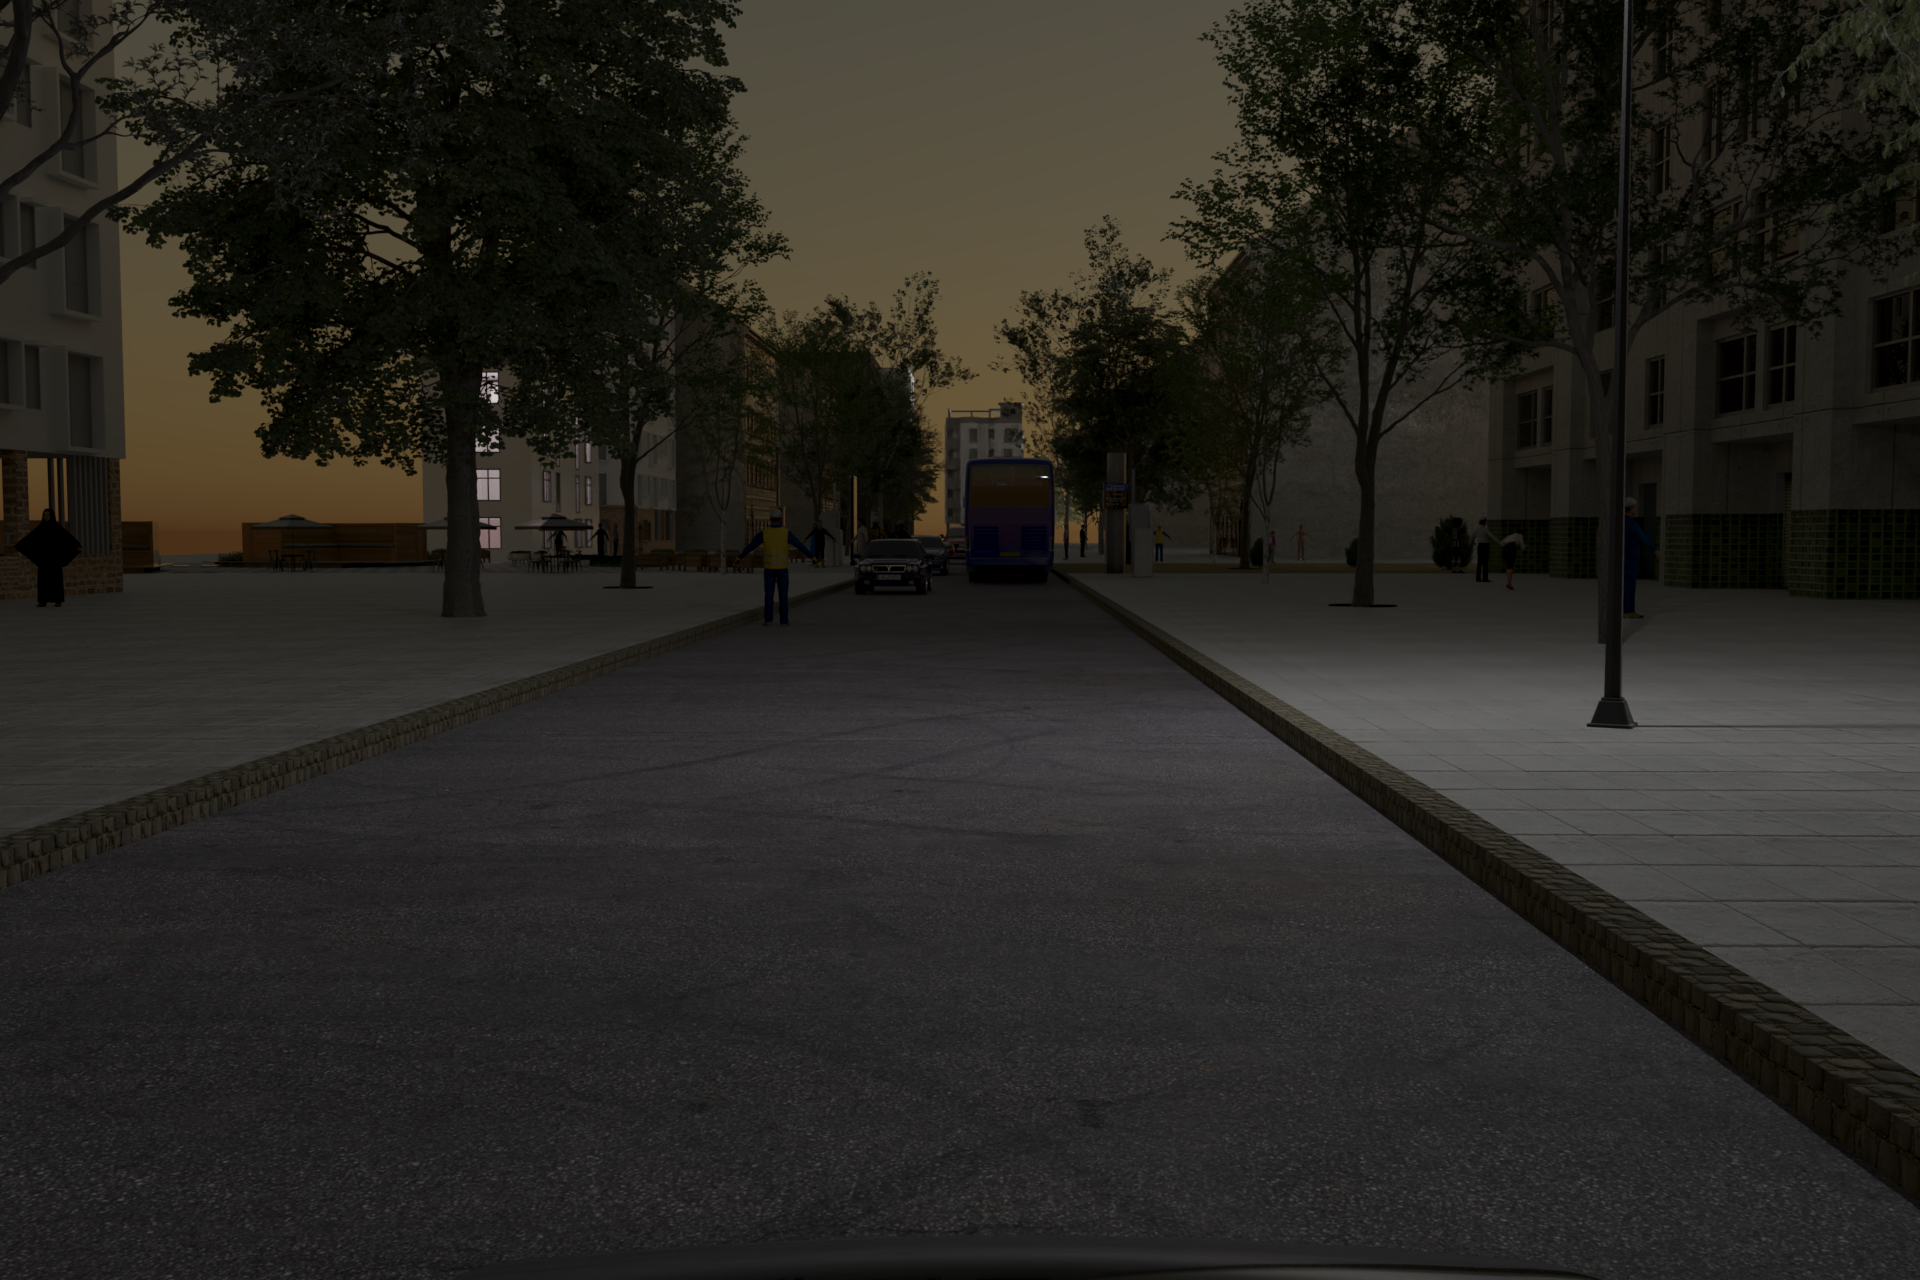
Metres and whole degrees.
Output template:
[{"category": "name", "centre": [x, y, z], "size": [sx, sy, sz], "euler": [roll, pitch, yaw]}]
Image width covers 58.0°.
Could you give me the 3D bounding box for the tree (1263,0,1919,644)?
[{"category": "tree", "centre": [7.722, -5.252, 20.285], "size": [8.767, 10.594, 7.601], "euler": [1, 4, 14]}]

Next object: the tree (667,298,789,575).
[{"category": "tree", "centre": [-7.470, -6.345, 54.099], "size": [4.360, 8.622, 3.978], "euler": [0, 3, 0]}]

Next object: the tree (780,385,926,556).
[{"category": "tree", "centre": [-6.502, -10.153, 100.407], "size": [8.767, 10.594, 7.601], "euler": [-1, 4, -22]}]

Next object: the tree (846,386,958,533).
[{"category": "tree", "centre": [-5.381, -14.094, 140.804], "size": [12.009, 13.543, 11.850], "euler": [0, 3, 0]}]

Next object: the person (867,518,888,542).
[{"category": "person", "centre": [-3.069, -3.495, 62.911], "size": [1.354, 1.858, 0.705], "euler": [2, 4, 25]}]

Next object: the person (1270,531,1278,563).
[{"category": "person", "centre": [13.797, -4.079, 75.950], "size": [0.599, 1.433, 0.991], "euler": [1, 4, 23]}]

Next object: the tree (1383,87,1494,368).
[{"category": "tree", "centre": [24.821, -13.283, 73.072], "size": [12.611, 20.169, 13.585], "euler": [0, 3, 0]}]

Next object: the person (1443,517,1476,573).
[{"category": "person", "centre": [16.391, -3.110, 56.997], "size": [0.704, 1.843, 1.345], "euler": [-2, 4, -34]}]

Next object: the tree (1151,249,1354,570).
[{"category": "tree", "centre": [10.495, -8.365, 62.528], "size": [9.928, 11.665, 9.643], "euler": [0, 3, 0]}]

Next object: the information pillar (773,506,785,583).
[{"category": "information pillar", "centre": [-4.789, -2.530, 45.862], "size": [0.304, 2.012, 0.304], "euler": [0, 4, 0]}]

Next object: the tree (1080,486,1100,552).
[{"category": "tree", "centre": [9.926, -10.466, 121.482], "size": [4.737, 8.622, 4.395], "euler": [0, 3, 0]}]

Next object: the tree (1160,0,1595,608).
[{"category": "tree", "centre": [7.159, -6.381, 30.082], "size": [9.928, 11.665, 9.643], "euler": [0, 3, 0]}]

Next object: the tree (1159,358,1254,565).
[{"category": "tree", "centre": [10.464, -7.420, 71.683], "size": [4.737, 8.622, 4.395], "euler": [0, 3, 0]}]

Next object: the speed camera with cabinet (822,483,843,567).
[{"category": "speed camera with cabinet", "centre": [-5.004, -4.495, 67.826], "size": [0.660, 3.252, 2.038], "euler": [0, 4, 3]}]

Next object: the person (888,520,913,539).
[{"category": "person", "centre": [-1.777, -2.661, 51.748], "size": [1.354, 1.856, 0.705], "euler": [-1, 4, -14]}]

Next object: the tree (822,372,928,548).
[{"category": "tree", "centre": [-5.680, -11.284, 110.245], "size": [9.928, 11.665, 9.643], "euler": [0, 3, 0]}]

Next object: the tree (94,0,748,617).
[{"category": "tree", "centre": [-7.867, -7.337, 26.616], "size": [9.857, 13.997, 8.962], "euler": [0, 3, 0]}]

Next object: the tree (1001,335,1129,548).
[{"category": "tree", "centre": [9.724, -18.795, 163.187], "size": [12.611, 20.169, 13.585], "euler": [0, 3, 0]}]

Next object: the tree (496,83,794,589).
[{"category": "tree", "centre": [-7.713, -7.009, 40.359], "size": [9.928, 11.665, 9.643], "euler": [0, 3, 0]}]

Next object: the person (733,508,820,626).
[{"category": "person", "centre": [-2.872, -1.140, 27.061], "size": [1.349, 1.833, 0.705], "euler": [0, 4, -4]}]

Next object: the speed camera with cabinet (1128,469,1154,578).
[{"category": "speed camera with cabinet", "centre": [5.424, -3.518, 51.855], "size": [0.660, 3.252, 2.038], "euler": [0, 4, 1]}]

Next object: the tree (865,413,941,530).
[{"category": "tree", "centre": [-5.417, -14.706, 158.566], "size": [7.486, 12.596, 7.792], "euler": [0, 3, 0]}]

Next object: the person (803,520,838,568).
[{"category": "person", "centre": [-5.329, -3.657, 65.924], "size": [1.346, 1.812, 0.704], "euler": [-1, 4, -13]}]

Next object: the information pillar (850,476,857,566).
[{"category": "information pillar", "centre": [-4.332, -4.840, 70.444], "size": [0.184, 3.620, 1.656], "euler": [0, 4, 1]}]

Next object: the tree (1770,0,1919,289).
[{"category": "tree", "centre": [7.019, -3.786, 12.267], "size": [4.360, 8.622, 3.978], "euler": [0, 3, 0]}]

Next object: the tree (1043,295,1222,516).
[{"category": "tree", "centre": [9.129, -11.303, 91.455], "size": [9.857, 13.997, 8.962], "euler": [0, 3, 0]}]

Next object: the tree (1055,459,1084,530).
[{"category": "tree", "centre": [15.770, -20.476, 252.904], "size": [7.486, 12.596, 7.792], "euler": [0, 3, 0]}]

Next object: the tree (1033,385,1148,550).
[{"category": "tree", "centre": [10.367, -14.107, 141.026], "size": [12.009, 13.543, 11.850], "euler": [0, 3, 0]}]

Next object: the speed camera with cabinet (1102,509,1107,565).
[{"category": "speed camera with cabinet", "centre": [6.242, -4.730, 71.676], "size": [0.660, 3.252, 2.038], "euler": [0, 4, 2]}]

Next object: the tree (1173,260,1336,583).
[{"category": "tree", "centre": [8.033, -5.768, 44.675], "size": [4.360, 8.622, 3.978], "euler": [0, 3, 0]}]

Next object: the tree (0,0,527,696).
[{"category": "tree", "centre": [-8.108, -6.294, 13.275], "size": [12.009, 13.543, 11.850], "euler": [0, 3, 0]}]

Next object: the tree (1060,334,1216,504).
[{"category": "tree", "centre": [8.423, -8.904, 79.992], "size": [8.767, 10.594, 7.601], "euler": [3, 4, 39]}]

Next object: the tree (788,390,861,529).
[{"category": "tree", "centre": [-6.567, -8.426, 88.135], "size": [4.360, 8.622, 3.978], "euler": [0, 3, 0]}]

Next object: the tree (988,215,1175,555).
[{"category": "tree", "centre": [7.980, -15.276, 105.656], "size": [12.611, 20.169, 13.585], "euler": [0, 3, 0]}]

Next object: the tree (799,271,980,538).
[{"category": "tree", "centre": [-4.239, -16.361, 123.390], "size": [12.611, 20.169, 13.585], "euler": [0, 3, 0]}]

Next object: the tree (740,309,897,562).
[{"category": "tree", "centre": [-6.616, -9.420, 79.778], "size": [9.928, 11.665, 9.643], "euler": [0, 3, 0]}]

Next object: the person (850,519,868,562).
[{"category": "person", "centre": [-3.417, -3.259, 59.469], "size": [0.705, 1.806, 1.347], "euler": [-2, 4, -26]}]

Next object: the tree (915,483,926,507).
[{"category": "tree", "centre": [-9.452, -21.062, 254.730], "size": [12.009, 13.543, 11.850], "euler": [0, 3, 0]}]

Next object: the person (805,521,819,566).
[{"category": "person", "centre": [-5.873, -3.890, 69.721], "size": [0.704, 1.817, 1.347], "euler": [-2, 4, -35]}]

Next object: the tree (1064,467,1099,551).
[{"category": "tree", "centre": [9.408, -10.889, 128.405], "size": [4.737, 8.622, 4.395], "euler": [0, 3, 0]}]
